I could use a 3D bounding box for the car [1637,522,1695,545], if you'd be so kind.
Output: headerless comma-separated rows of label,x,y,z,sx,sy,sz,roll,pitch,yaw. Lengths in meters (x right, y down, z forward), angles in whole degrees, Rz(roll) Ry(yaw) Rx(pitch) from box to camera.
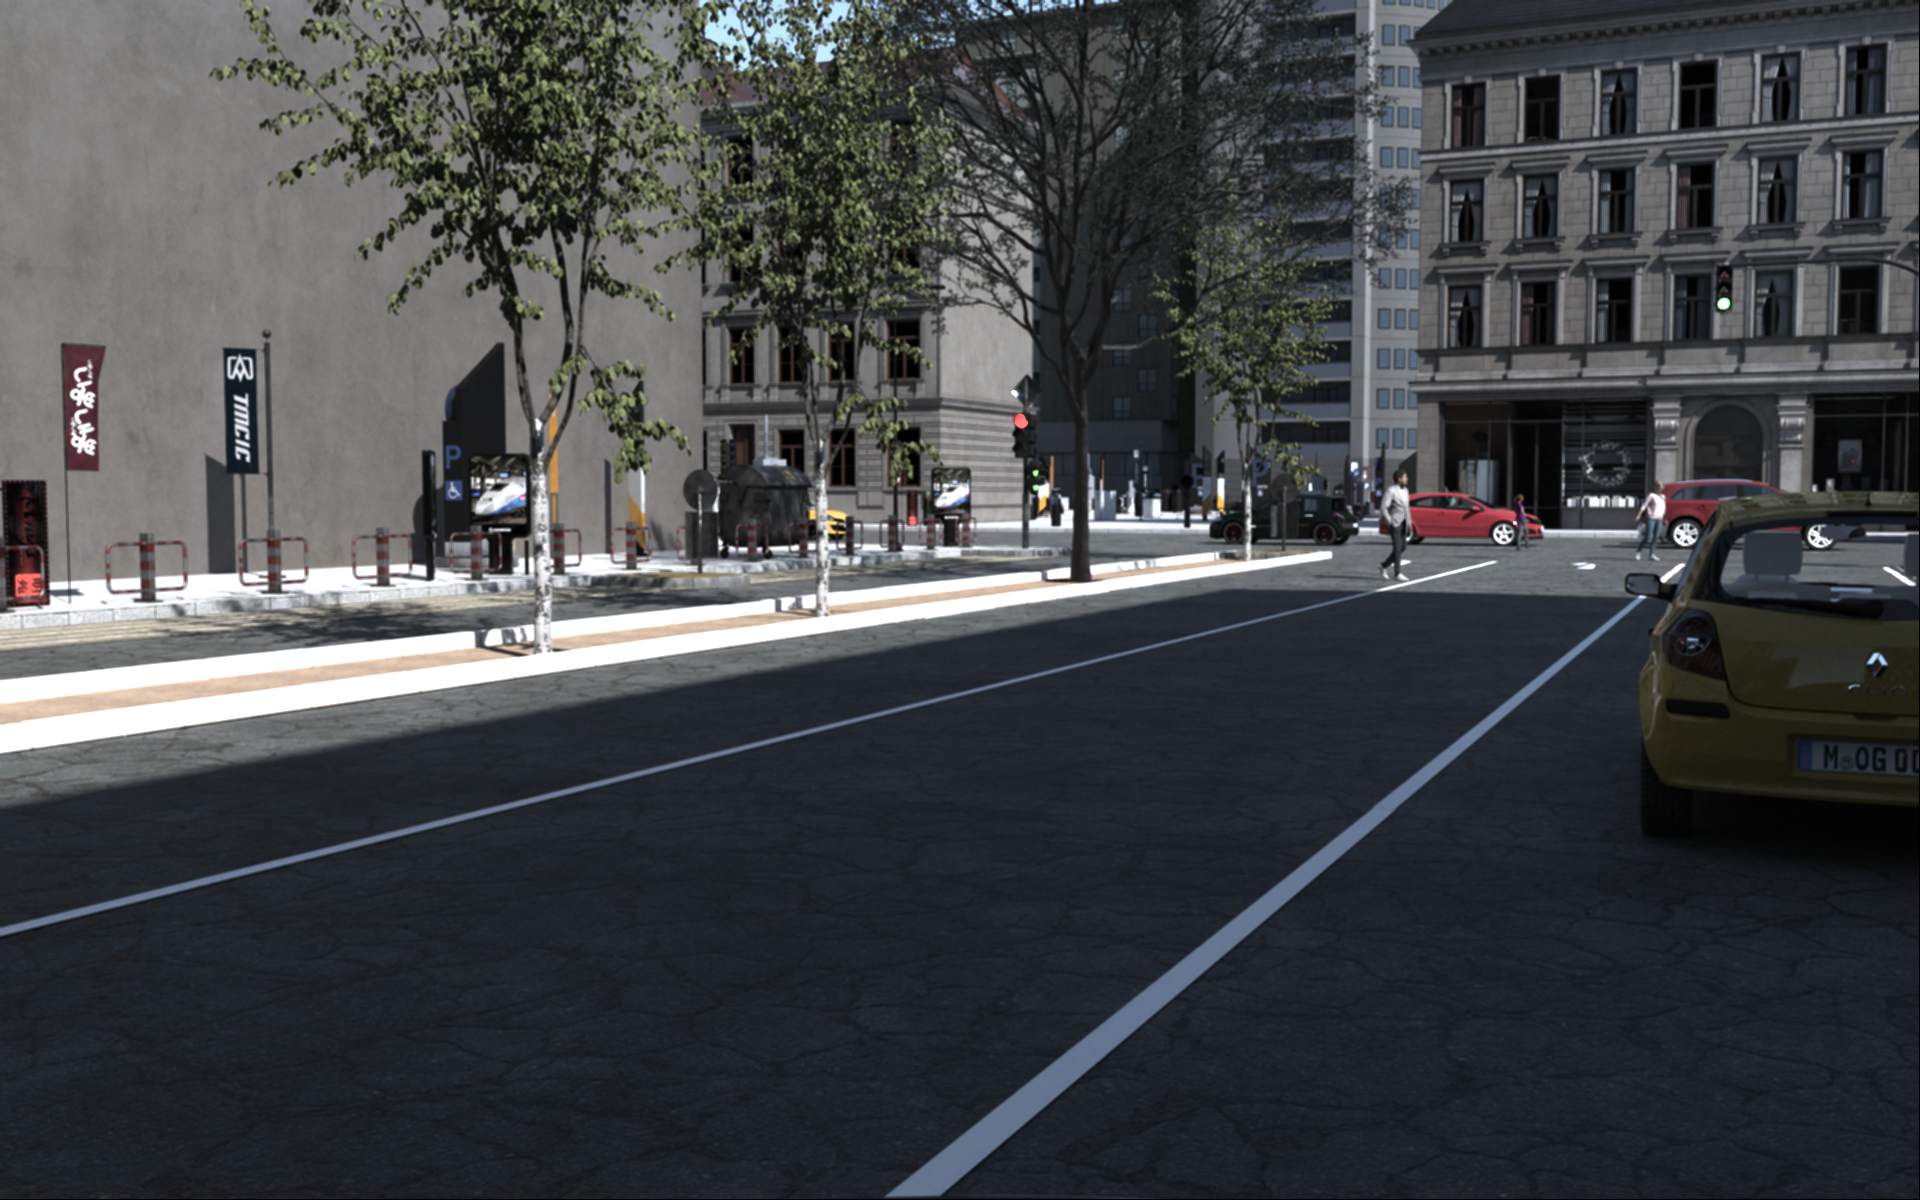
car,21.755,-2.243,49.038,4.827,1.381,2.083,2,4,26

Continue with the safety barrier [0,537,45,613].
safety barrier,-10.421,-0.274,18.756,0.300,0.817,1.120,2,4,25

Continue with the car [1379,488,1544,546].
car,14.119,-2.434,48.830,4.494,1.783,2.155,2,4,25

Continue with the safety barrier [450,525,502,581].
safety barrier,-7.178,-0.699,25.712,0.300,0.817,1.120,2,4,25

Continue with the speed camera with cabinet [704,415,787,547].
speed camera with cabinet,-5.298,-2.963,42.779,2.038,3.252,0.660,-2,4,-35

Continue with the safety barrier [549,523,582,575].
safety barrier,-6.357,-0.806,27.460,0.300,0.817,1.120,2,4,25

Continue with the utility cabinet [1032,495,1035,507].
utility cabinet,3.508,-4.936,91.863,1.020,1.237,0.306,-3,4,-39

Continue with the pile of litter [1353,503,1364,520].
pile of litter,19.374,-4.375,85.499,1.176,0.858,1.719,3,4,38

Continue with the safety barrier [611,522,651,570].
safety barrier,-5.544,-0.913,29.208,0.300,0.817,1.120,2,4,25

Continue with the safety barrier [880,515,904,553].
safety barrier,-1.485,-1.445,37.898,0.300,0.817,1.120,2,4,25

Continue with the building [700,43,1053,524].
building,-7.594,-14.982,81.107,21.152,22.565,11.583,2,4,25

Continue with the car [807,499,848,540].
car,-5.291,-2.718,54.660,3.980,1.641,2.015,2,4,24

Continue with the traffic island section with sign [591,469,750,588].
traffic island section with sign,-4.404,-1.138,27.231,1.989,1.847,2.006,2,4,25

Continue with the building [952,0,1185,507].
building,14.851,-36.698,189.246,27.495,52.752,28.713,2,4,25

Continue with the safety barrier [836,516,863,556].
safety barrier,-2.302,-1.339,36.163,0.300,0.817,1.120,2,4,25

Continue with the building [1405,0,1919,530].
building,19.889,-13.217,67.003,40.483,20.767,10.553,2,4,25

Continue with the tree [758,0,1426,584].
tree,1.917,-7.009,27.416,12.009,13.543,11.850,0,3,0

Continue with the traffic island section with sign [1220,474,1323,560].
traffic island section with sign,7.042,-1.854,38.457,2.006,1.907,1.989,2,4,25

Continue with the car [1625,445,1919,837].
car,4.221,0.119,8.272,2.015,1.641,3.980,2,4,24

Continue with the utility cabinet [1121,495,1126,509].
utility cabinet,12.997,-7.572,134.965,1.020,1.237,0.306,-3,4,-39

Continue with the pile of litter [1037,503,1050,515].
pile of litter,4.992,-5.589,105.338,1.719,0.858,1.176,2,4,27

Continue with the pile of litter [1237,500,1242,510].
pile of litter,20.924,-6.922,127.143,1.176,0.858,1.719,3,5,43

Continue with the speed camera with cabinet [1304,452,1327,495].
speed camera with cabinet,16.459,-5.246,80.106,0.660,3.252,2.038,2,4,26

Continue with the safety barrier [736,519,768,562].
safety barrier,-3.920,-1.126,32.686,0.300,0.817,1.120,2,4,25

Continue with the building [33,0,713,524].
building,-30.783,-17.868,96.663,34.151,26.468,19.350,2,4,25

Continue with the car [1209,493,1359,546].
car,9.225,-2.418,49.323,4.222,1.686,2.009,2,4,26

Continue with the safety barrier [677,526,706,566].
safety barrier,-4.733,-1.020,30.946,0.300,0.817,1.120,2,4,25

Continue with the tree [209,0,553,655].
tree,-3.617,-3.759,14.281,4.737,8.622,4.395,0,3,0

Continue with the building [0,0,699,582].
building,-25.456,-14.296,38.259,34.151,26.468,19.350,2,4,25

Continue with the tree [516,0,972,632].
tree,-1.661,-4.086,19.619,4.737,8.622,4.395,0,3,0

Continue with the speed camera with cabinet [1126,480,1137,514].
speed camera with cabinet,11.294,-7.309,113.835,0.660,3.252,2.038,0,4,1

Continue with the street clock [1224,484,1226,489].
street clock,17.770,-6.916,117.638,0.471,2.002,0.358,-1,4,-17

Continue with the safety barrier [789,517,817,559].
safety barrier,-3.111,-1.232,34.425,0.300,0.817,1.120,2,4,25

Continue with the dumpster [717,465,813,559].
dumpster,-3.945,-1.778,34.822,1.264,1.857,1.865,2,4,25

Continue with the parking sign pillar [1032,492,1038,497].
parking sign pillar,5.900,-8.872,133.524,1.447,3.967,1.447,-3,5,-44

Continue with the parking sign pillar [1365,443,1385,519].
parking sign pillar,22.008,-6.258,90.784,1.447,3.967,1.447,1,4,17

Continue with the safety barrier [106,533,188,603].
safety barrier,-9.613,-0.380,20.495,0.300,0.817,1.120,2,4,25

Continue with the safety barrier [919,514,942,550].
safety barrier,-0.672,-1.552,39.644,0.300,0.817,1.120,2,4,25

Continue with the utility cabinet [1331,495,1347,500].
utility cabinet,17.851,-4.356,82.387,1.020,1.237,0.306,-1,4,-13

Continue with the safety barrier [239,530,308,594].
safety barrier,-8.802,-0.487,22.232,0.300,0.817,1.120,2,4,25

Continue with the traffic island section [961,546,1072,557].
traffic island section,1.524,-1.130,40.759,2.009,0.180,2.903,2,4,25

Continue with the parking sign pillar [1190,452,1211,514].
parking sign pillar,15.278,-7.437,110.065,1.447,3.967,1.447,0,4,4

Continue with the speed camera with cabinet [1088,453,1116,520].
speed camera with cabinet,6.653,-5.504,84.319,2.038,3.252,0.660,-2,4,-35

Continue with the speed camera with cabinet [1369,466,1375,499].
speed camera with cabinet,29.151,-7.810,122.031,0.660,3.252,2.038,2,4,30

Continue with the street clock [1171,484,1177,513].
street clock,14.721,-6.984,118.752,0.471,2.002,0.358,-1,4,-17

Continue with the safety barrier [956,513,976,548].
safety barrier,0.142,-1.659,41.400,0.300,0.817,1.120,2,4,25

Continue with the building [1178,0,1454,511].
building,31.928,-36.716,142.308,21.231,58.520,28.212,2,4,25

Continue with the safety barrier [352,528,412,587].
safety barrier,-7.988,-0.593,23.971,0.300,0.817,1.120,2,4,25

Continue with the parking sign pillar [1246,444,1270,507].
parking sign pillar,16.185,-6.457,94.044,1.447,3.967,1.447,-2,4,-26

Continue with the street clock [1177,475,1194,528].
street clock,8.647,-3.747,65.841,0.471,2.002,0.358,2,4,25

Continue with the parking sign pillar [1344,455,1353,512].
parking sign pillar,27.168,-8.121,121.256,1.447,3.967,1.447,0,4,7

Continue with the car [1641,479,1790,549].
car,20.645,-2.235,45.211,5.304,1.827,2.281,2,4,26

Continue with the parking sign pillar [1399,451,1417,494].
parking sign pillar,27.503,-7.216,106.454,1.447,3.967,1.447,-1,4,-20

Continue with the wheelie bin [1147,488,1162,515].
wheelie bin,10.990,-5.504,97.900,0.980,1.594,0.693,3,5,43

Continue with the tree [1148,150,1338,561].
tree,6.046,-5.107,36.325,4.737,8.622,4.395,0,3,0

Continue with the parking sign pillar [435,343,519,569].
parking sign pillar,-8.502,-2.562,30.360,1.447,3.967,1.447,1,4,19
